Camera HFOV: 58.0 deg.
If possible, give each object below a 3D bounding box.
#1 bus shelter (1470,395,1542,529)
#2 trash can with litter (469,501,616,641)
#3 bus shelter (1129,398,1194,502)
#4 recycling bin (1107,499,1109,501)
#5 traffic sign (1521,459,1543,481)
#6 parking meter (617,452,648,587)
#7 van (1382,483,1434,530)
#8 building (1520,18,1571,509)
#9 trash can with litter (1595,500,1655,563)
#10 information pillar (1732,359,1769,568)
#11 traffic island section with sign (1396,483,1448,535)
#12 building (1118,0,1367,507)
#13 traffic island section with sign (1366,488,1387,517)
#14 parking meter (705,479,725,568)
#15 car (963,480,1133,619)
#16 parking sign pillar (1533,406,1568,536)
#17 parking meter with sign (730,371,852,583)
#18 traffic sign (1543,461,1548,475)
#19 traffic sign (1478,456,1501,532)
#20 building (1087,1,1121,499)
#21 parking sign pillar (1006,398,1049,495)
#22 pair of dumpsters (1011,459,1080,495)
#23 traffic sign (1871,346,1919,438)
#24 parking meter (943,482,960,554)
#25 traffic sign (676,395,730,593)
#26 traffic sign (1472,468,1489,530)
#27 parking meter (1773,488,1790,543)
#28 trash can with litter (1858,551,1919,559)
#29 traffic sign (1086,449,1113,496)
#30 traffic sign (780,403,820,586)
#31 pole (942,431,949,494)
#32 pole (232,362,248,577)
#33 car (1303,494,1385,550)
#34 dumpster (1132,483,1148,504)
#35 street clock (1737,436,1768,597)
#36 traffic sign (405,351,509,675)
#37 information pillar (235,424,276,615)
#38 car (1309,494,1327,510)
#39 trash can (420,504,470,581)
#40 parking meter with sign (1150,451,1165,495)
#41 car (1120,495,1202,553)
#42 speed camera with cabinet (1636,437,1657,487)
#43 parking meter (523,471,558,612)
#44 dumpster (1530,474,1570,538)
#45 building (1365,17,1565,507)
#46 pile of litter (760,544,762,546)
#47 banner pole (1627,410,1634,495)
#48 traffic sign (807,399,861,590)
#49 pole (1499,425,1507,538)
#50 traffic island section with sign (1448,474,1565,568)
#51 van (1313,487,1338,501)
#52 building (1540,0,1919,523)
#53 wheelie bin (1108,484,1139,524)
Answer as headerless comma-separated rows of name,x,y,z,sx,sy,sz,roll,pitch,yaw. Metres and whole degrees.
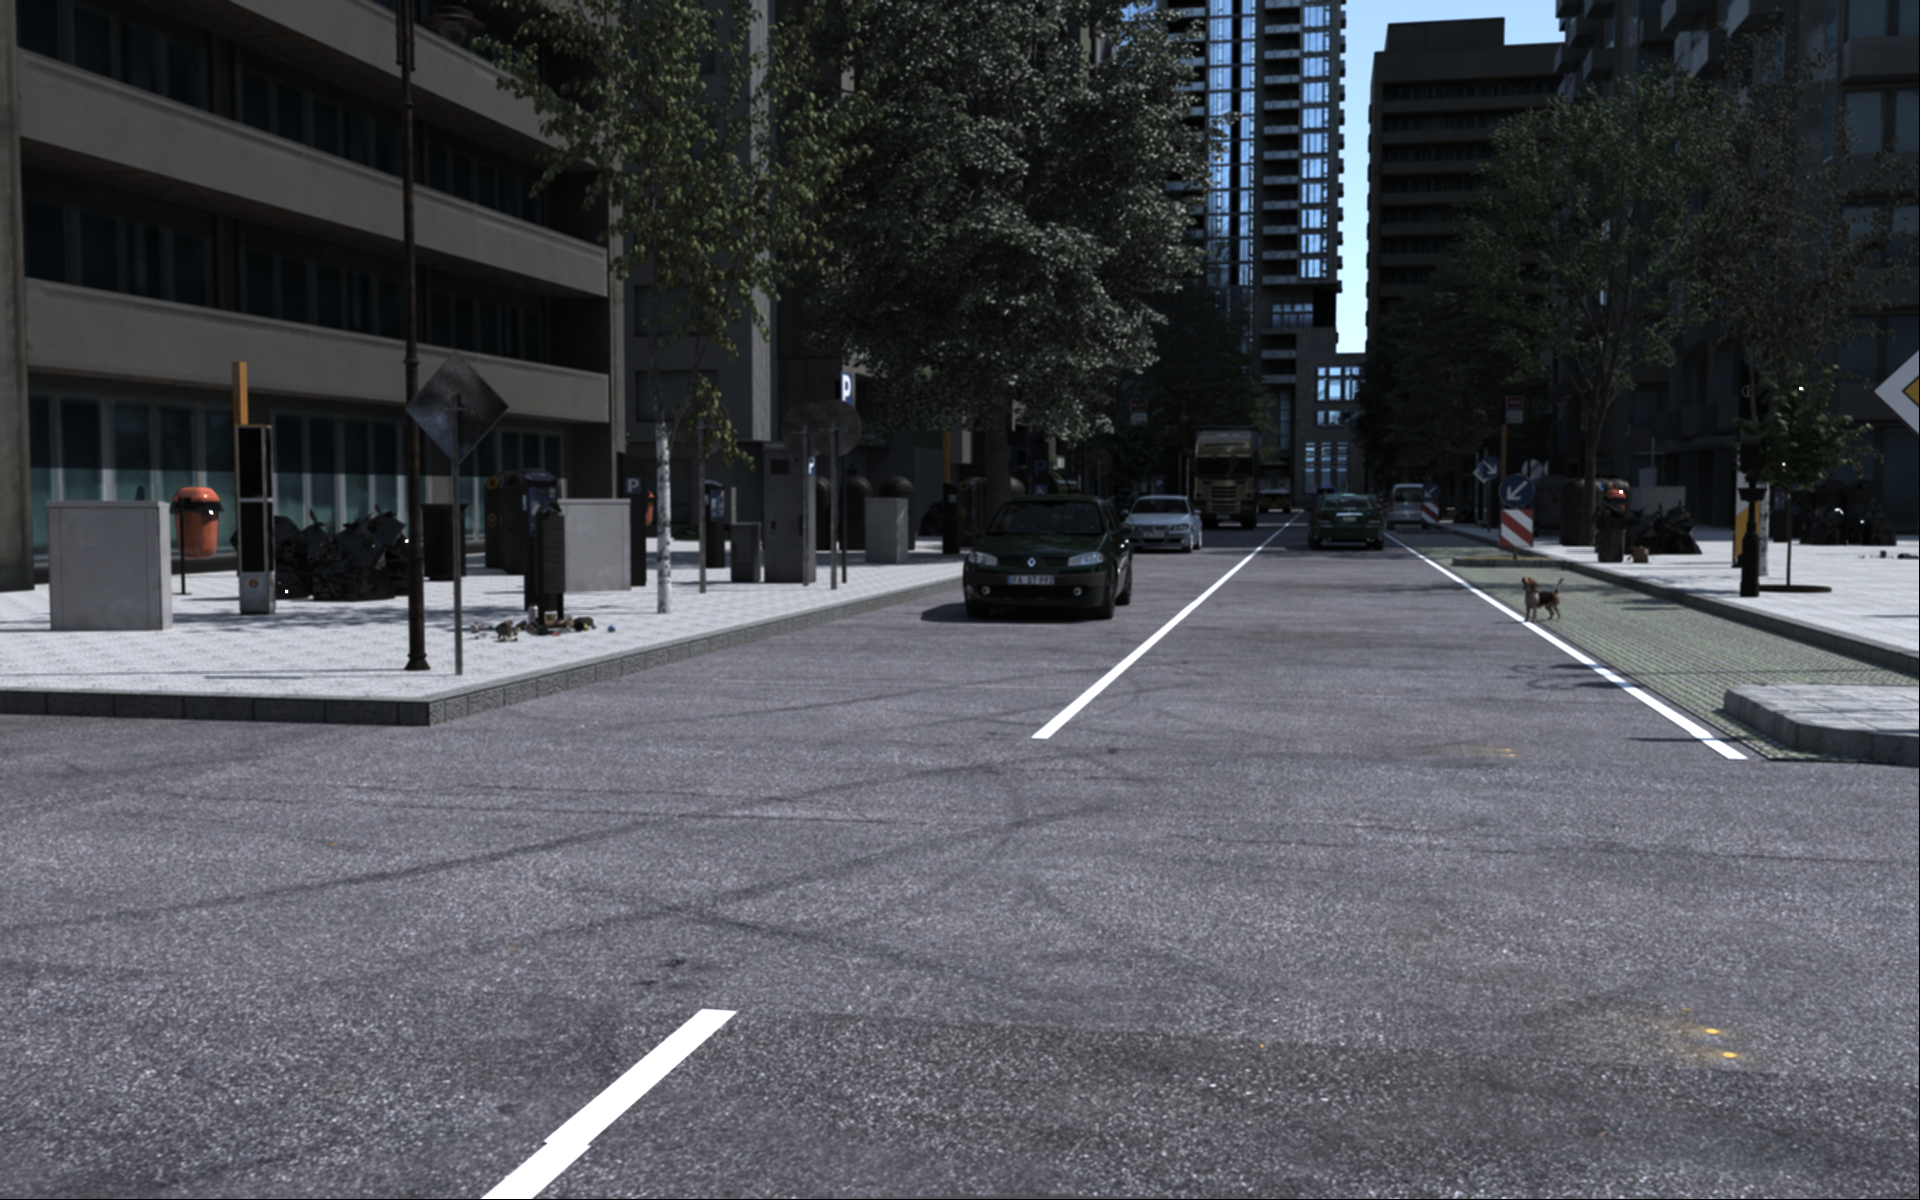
bus shelter,21.327,-5.542,68.246,2.179,5.291,8.768,1,4,12
trash can with litter,-4.052,-0.308,16.099,1.678,1.210,2.233,0,4,7
bus shelter,8.720,-5.963,75.131,2.179,5.291,8.768,1,4,12
recycling bin,7.528,-4.451,85.321,0.722,1.027,0.722,-3,5,-43
traffic sign,20.959,-3.878,63.504,0.768,2.556,0.104,1,4,13
parking meter,-4.552,-1.125,24.098,0.399,1.863,0.255,-1,4,-21
van,17.931,-3.806,69.242,2.013,2.044,4.112,1,4,13
building,53.731,-49.930,129.020,22.319,86.520,31.000,1,4,12
trash can with litter,12.459,-1.289,32.454,1.055,1.170,0.624,1,4,21
information pillar,13.725,-2.367,30.054,0.504,3.616,0.183,1,4,15
traffic island section with sign,16.613,-3.254,61.823,1.989,1.847,2.006,1,4,12
building,27.619,-53.330,184.610,31.000,86.520,22.319,1,4,12
traffic island section with sign,26.842,-6.243,110.706,1.989,1.847,2.006,1,4,12
parking meter,-4.263,-1.320,29.994,0.372,1.533,0.369,0,3,0
car,1.142,-0.699,21.213,2.009,1.686,4.222,1,4,10
parking sign pillar,18.576,-4.003,53.927,1.447,3.967,1.447,1,4,13
parking meter with sign,-2.470,-1.762,25.075,1.738,3.016,0.543,1,4,14
traffic sign,21.101,-3.757,61.531,0.768,2.556,0.104,1,4,12
traffic sign,17.824,-3.559,58.290,0.768,2.556,0.104,1,4,15
building,3.662,-28.948,123.415,14.600,45.320,14.200,1,4,12
parking sign pillar,1.960,-3.360,43.412,1.447,3.967,1.447,0,4,-3
pair of dumpsters,2.229,-2.732,47.154,1.574,2.255,4.437,1,4,12
traffic sign,5.789,-0.404,10.246,0.795,2.450,0.064,1,4,12
parking meter,-0.188,-1.756,37.126,0.372,1.533,0.369,0,3,0
traffic sign,-3.331,-1.361,22.354,0.768,2.556,0.104,1,4,16
traffic sign,18.592,-3.690,61.509,0.795,2.450,0.064,1,4,19
parking meter,21.803,-2.296,45.946,0.372,1.533,0.369,0,3,0
trash can with litter,19.195,-1.440,34.607,2.233,1.210,1.678,1,4,22
traffic sign,3.905,-2.976,48.763,0.768,2.556,0.104,1,4,19
traffic sign,-2.154,-1.470,24.134,0.768,2.556,0.104,1,4,17
pole,-0.351,-3.002,42.933,0.158,3.312,0.155,0,3,0
pole,-11.137,-2.019,26.859,0.158,3.312,0.155,0,3,0
car,10.189,-2.083,45.858,2.131,1.459,4.920,1,4,10
dumpster,8.734,-4.718,82.902,1.264,1.857,1.865,1,4,12
street clock,9.872,-1.041,21.596,0.358,2.002,0.471,2,4,35
traffic sign,-3.549,-0.524,12.215,0.795,2.450,0.064,1,4,12
information pillar,-7.496,-0.853,18.432,0.304,2.012,0.304,0,4,-8
car,19.114,-4.755,89.540,2.131,1.459,4.920,1,4,11
trash can,-7.633,-0.855,25.638,0.748,1.137,0.748,0,3,0
parking meter with sign,7.892,-4.476,69.450,0.543,3.016,1.738,0,4,-8
car,5.091,-1.929,43.535,2.014,1.417,4.499,1,4,12
speed camera with cabinet,24.069,-4.065,60.795,0.660,3.252,2.038,1,4,20
parking meter,-4.603,-0.649,19.024,0.372,1.533,0.369,0,3,0
dumpster,17.561,-2.795,51.462,1.264,1.857,1.865,1,4,12
building,53.483,-34.084,180.973,21.600,48.544,21.300,1,4,12
pile of litter,-4.203,-1.782,43.099,1.719,0.858,1.176,-1,4,-22
banner pole,19.917,-3.765,51.567,0.401,3.779,0.863,2,4,28
traffic sign,-1.698,-1.413,23.216,0.768,2.556,0.104,1,4,15
pole,16.019,-3.501,51.078,0.158,3.312,0.155,0,3,0
traffic island section with sign,10.870,-1.579,34.444,1.989,1.847,2.006,1,4,12
van,32.681,-9.204,154.866,2.240,2.365,5.245,1,4,12
building,47.005,-29.396,100.233,23.786,49.044,30.456,1,4,12
wheelie bin,5.343,-2.966,56.406,0.980,1.594,0.693,0,4,-6
